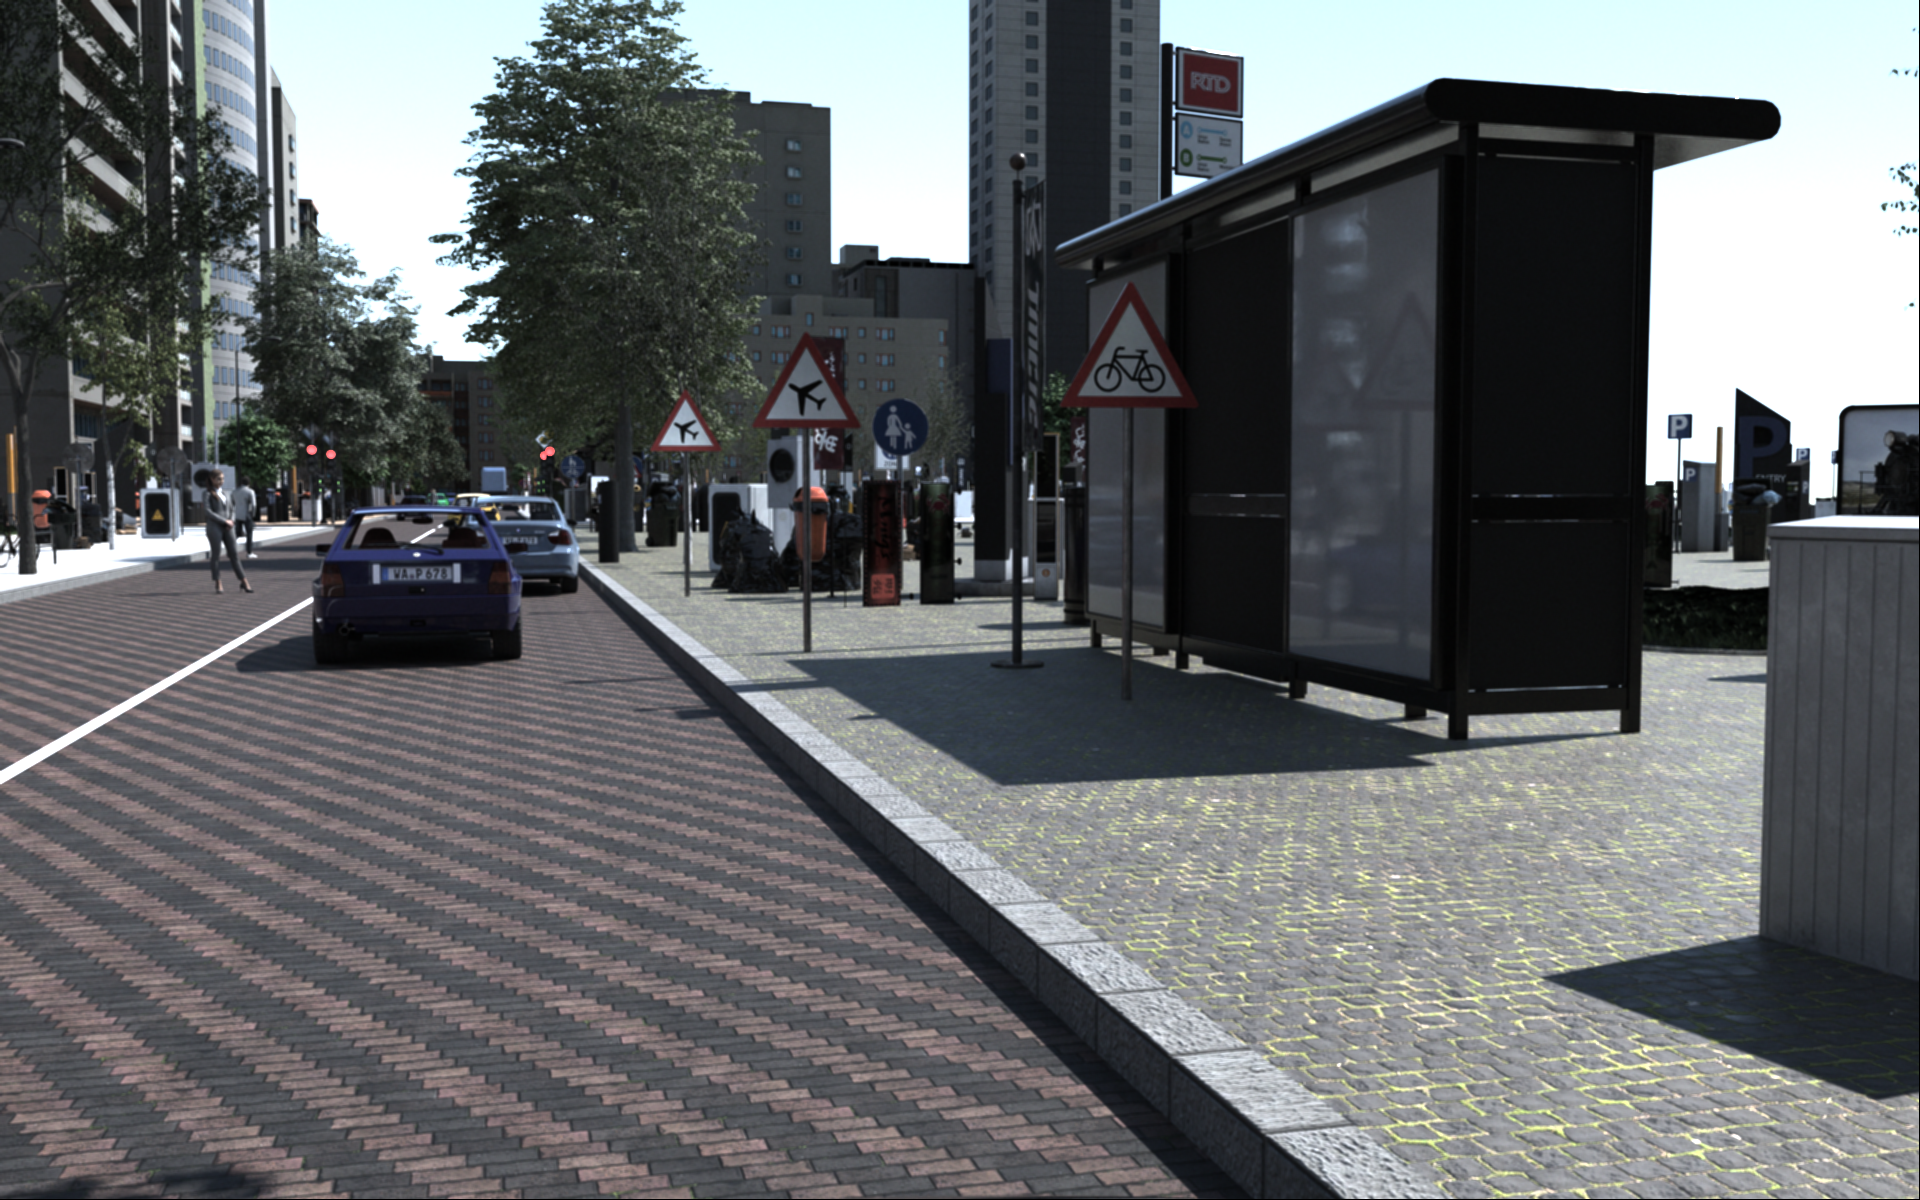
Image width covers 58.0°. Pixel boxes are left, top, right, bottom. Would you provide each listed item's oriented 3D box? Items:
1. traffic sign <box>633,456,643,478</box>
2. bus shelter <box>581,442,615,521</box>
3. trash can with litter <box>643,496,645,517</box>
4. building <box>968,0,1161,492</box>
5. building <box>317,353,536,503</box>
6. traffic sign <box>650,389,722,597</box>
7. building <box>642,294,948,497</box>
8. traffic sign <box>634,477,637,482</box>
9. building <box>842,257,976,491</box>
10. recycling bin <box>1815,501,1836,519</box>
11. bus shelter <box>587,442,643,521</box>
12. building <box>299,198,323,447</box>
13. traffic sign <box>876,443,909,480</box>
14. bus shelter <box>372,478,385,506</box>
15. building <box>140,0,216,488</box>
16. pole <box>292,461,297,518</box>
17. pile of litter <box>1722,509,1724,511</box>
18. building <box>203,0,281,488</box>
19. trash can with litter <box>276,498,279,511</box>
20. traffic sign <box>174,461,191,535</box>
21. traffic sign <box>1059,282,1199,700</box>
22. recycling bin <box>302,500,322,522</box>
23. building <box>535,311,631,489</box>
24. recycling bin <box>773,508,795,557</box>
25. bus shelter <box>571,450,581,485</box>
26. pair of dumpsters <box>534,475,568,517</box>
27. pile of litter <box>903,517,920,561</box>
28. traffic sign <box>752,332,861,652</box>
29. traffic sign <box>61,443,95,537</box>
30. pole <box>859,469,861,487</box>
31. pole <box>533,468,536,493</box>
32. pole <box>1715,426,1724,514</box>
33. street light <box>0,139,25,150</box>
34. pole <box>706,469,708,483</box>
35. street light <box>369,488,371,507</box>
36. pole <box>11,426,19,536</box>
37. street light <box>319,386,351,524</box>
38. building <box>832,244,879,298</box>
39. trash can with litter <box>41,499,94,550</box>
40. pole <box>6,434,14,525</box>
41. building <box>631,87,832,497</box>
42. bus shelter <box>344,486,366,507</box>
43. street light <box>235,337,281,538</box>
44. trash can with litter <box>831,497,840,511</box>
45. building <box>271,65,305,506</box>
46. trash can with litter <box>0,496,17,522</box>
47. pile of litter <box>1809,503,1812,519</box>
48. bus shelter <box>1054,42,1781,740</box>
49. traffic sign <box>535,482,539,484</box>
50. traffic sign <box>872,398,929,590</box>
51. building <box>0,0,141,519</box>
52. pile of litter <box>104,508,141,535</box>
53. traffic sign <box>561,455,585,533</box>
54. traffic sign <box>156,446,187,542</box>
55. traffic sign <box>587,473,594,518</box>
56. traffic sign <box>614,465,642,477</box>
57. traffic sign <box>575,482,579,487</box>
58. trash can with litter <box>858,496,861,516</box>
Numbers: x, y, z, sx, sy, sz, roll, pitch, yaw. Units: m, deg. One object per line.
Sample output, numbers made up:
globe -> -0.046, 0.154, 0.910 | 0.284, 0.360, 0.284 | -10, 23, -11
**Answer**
traffic sign -> -10.796, -3.477, 56.948 | 0.768, 2.556, 0.104 | 0, 4, -6
bus shelter -> -16.445, -5.456, 80.494 | 1.731, 3.624, 6.357 | -1, 4, -15
trash can with litter -> -17.781, -5.151, 95.605 | 0.624, 1.170, 1.055 | 2, 4, 29
building -> 11.384, -47.477, 214.505 | 20.611, 71.187, 20.563 | -1, 4, -15
building -> -77.590, -25.044, 254.504 | 28.899, 21.520, 27.650 | -1, 4, -15
traffic sign -> -3.412, -1.321, 21.604 | 0.884, 2.594, 0.081 | -1, 4, -9
building -> -18.266, -20.605, 181.929 | 27.650, 21.520, 28.899 | -1, 4, -15
traffic sign -> -12.020, -3.721, 62.969 | 0.606, 2.300, 0.079 | -1, 4, -10
building -> -6.505, -27.141, 215.459 | 14.107, 30.474, 14.160 | -1, 4, -15
recycling bin -> 31.036, -3.024, 61.994 | 0.722, 1.027, 0.722 | 2, 4, 32
bus shelter -> -13.300, -4.486, 67.271 | 2.014, 3.302, 5.546 | -1, 4, -15
building -> -105.312, -36.035, 243.792 | 28.867, 44.769, 22.147 | -1, 4, -15
traffic sign -> -1.186, -1.719, 30.239 | 0.606, 2.300, 0.079 | -1, 4, -10
bus shelter -> -45.413, -8.615, 134.774 | 2.014, 3.302, 5.546 | -1, 4, -15
building -> -61.119, -26.772, 121.319 | 14.154, 41.232, 14.086 | -1, 4, -15
pole -> -36.299, -6.151, 94.414 | 0.158, 3.312, 0.155 | 0, 3, 0
pile of litter -> 27.639, -3.039, 63.650 | 1.176, 0.858, 1.719 | -2, 4, -27
building -> -73.953, -37.436, 154.078 | 21.231, 58.520, 28.212 | -1, 4, -15
trash can with litter -> -32.368, -4.338, 82.316 | 0.624, 1.170, 1.055 | -3, 5, -40
traffic sign -> -24.316, -3.178, 54.098 | 0.606, 2.300, 0.079 | -1, 4, -11
traffic sign -> 1.039, -0.656, 10.733 | 0.884, 2.594, 0.081 | -1, 4, -10
recycling bin -> -29.636, -4.076, 79.195 | 0.722, 1.027, 0.722 | 0, 4, -7
building -> -54.921, -29.418, 252.686 | 14.107, 30.474, 14.160 | -1, 4, -15
recycling bin -> -3.362, -1.215, 32.424 | 0.722, 1.027, 0.722 | -3, 4, -38
bus shelter -> -20.187, -6.319, 94.592 | 1.731, 3.624, 6.357 | -1, 4, -15
pair of dumpsters -> -20.626, -5.194, 87.415 | 1.574, 2.255, 4.437 | -1, 4, -15
pile of litter -> -1.059, -1.223, 33.955 | 1.176, 0.858, 1.719 | -1, 4, -10
traffic sign -> -1.243, -0.857, 14.023 | 0.884, 2.594, 0.081 | -1, 4, -14
traffic sign -> -21.860, -2.620, 42.946 | 0.768, 2.556, 0.104 | -1, 4, -10
pole -> -8.224, -9.068, 142.099 | 0.158, 3.312, 0.155 | 0, 3, 0
pole -> -33.130, -8.633, 135.000 | 0.158, 3.312, 0.155 | 0, 3, 0
pole -> 22.825, -3.563, 52.100 | 0.158, 3.312, 0.155 | 0, 3, 0
street light -> -12.931, -3.067, 22.683 | 1.470, 5.913, 1.316 | -1, 4, -15
pole -> -20.809, -9.091, 142.485 | 0.158, 3.312, 0.155 | 0, 3, 0
street light -> -34.711, -8.006, 103.446 | 1.470, 5.913, 1.316 | -1, 4, -15
pole -> -28.052, -3.537, 51.674 | 0.158, 3.312, 0.155 | 0, 3, 0
street light -> -26.838, -6.232, 74.439 | 1.470, 5.913, 1.316 | -1, 4, -15
building -> -15.530, -35.518, 272.595 | 23.993, 40.220, 32.217 | -1, 4, -15
trash can with litter -> -20.624, -1.753, 40.042 | 0.624, 1.170, 1.055 | 1, 4, 15
pole -> -32.215, -3.973, 58.795 | 0.158, 3.312, 0.155 | 0, 3, 0
building -> -27.315, -35.541, 204.789 | 21.300, 48.544, 21.600 | -1, 4, -15
bus shelter -> -41.759, -7.864, 119.866 | 1.731, 3.624, 6.357 | -1, 4, -15
street light -> -20.745, -4.811, 51.195 | 1.470, 5.913, 1.316 | -1, 4, -15
trash can with litter -> -4.905, -2.585, 53.321 | 1.678, 1.210, 2.233 | 2, 4, 26
building -> -84.349, -34.588, 189.221 | 21.600, 48.544, 21.300 | -1, 4, -15
trash can with litter -> -43.862, -4.180, 79.403 | 2.233, 1.210, 1.678 | 1, 4, 10
pile of litter -> 39.745, -4.074, 80.581 | 1.176, 0.858, 1.719 | 0, 4, -6
bus shelter -> 2.239, -2.175, 13.191 | 2.179, 5.291, 8.768 | -1, 4, -15
traffic sign -> -32.354, -8.169, 133.662 | 0.768, 2.556, 0.104 | -1, 4, -9
traffic sign -> -0.803, -1.412, 23.188 | 0.768, 2.556, 0.104 | -1, 4, -9
building -> -56.387, -28.559, 90.634 | 21.300, 48.544, 21.600 | -1, 4, -15
pile of litter -> -26.464, -2.482, 54.549 | 1.719, 0.858, 1.176 | -2, 4, -29
traffic sign -> -12.639, -3.453, 56.568 | 0.768, 2.556, 0.104 | -1, 4, -8
traffic sign -> -20.997, -2.817, 46.169 | 0.768, 2.556, 0.104 | -1, 4, -11
traffic sign -> -17.808, -5.021, 84.219 | 0.606, 2.300, 0.079 | -1, 4, -10
traffic sign -> -10.561, -3.369, 55.080 | 0.884, 2.594, 0.081 | -1, 4, -14
traffic sign -> -27.925, -7.807, 127.642 | 0.884, 2.594, 0.081 | -1, 4, -10
trash can with litter -> -4.065, -4.256, 80.648 | 2.233, 1.210, 1.678 | -1, 4, -20
